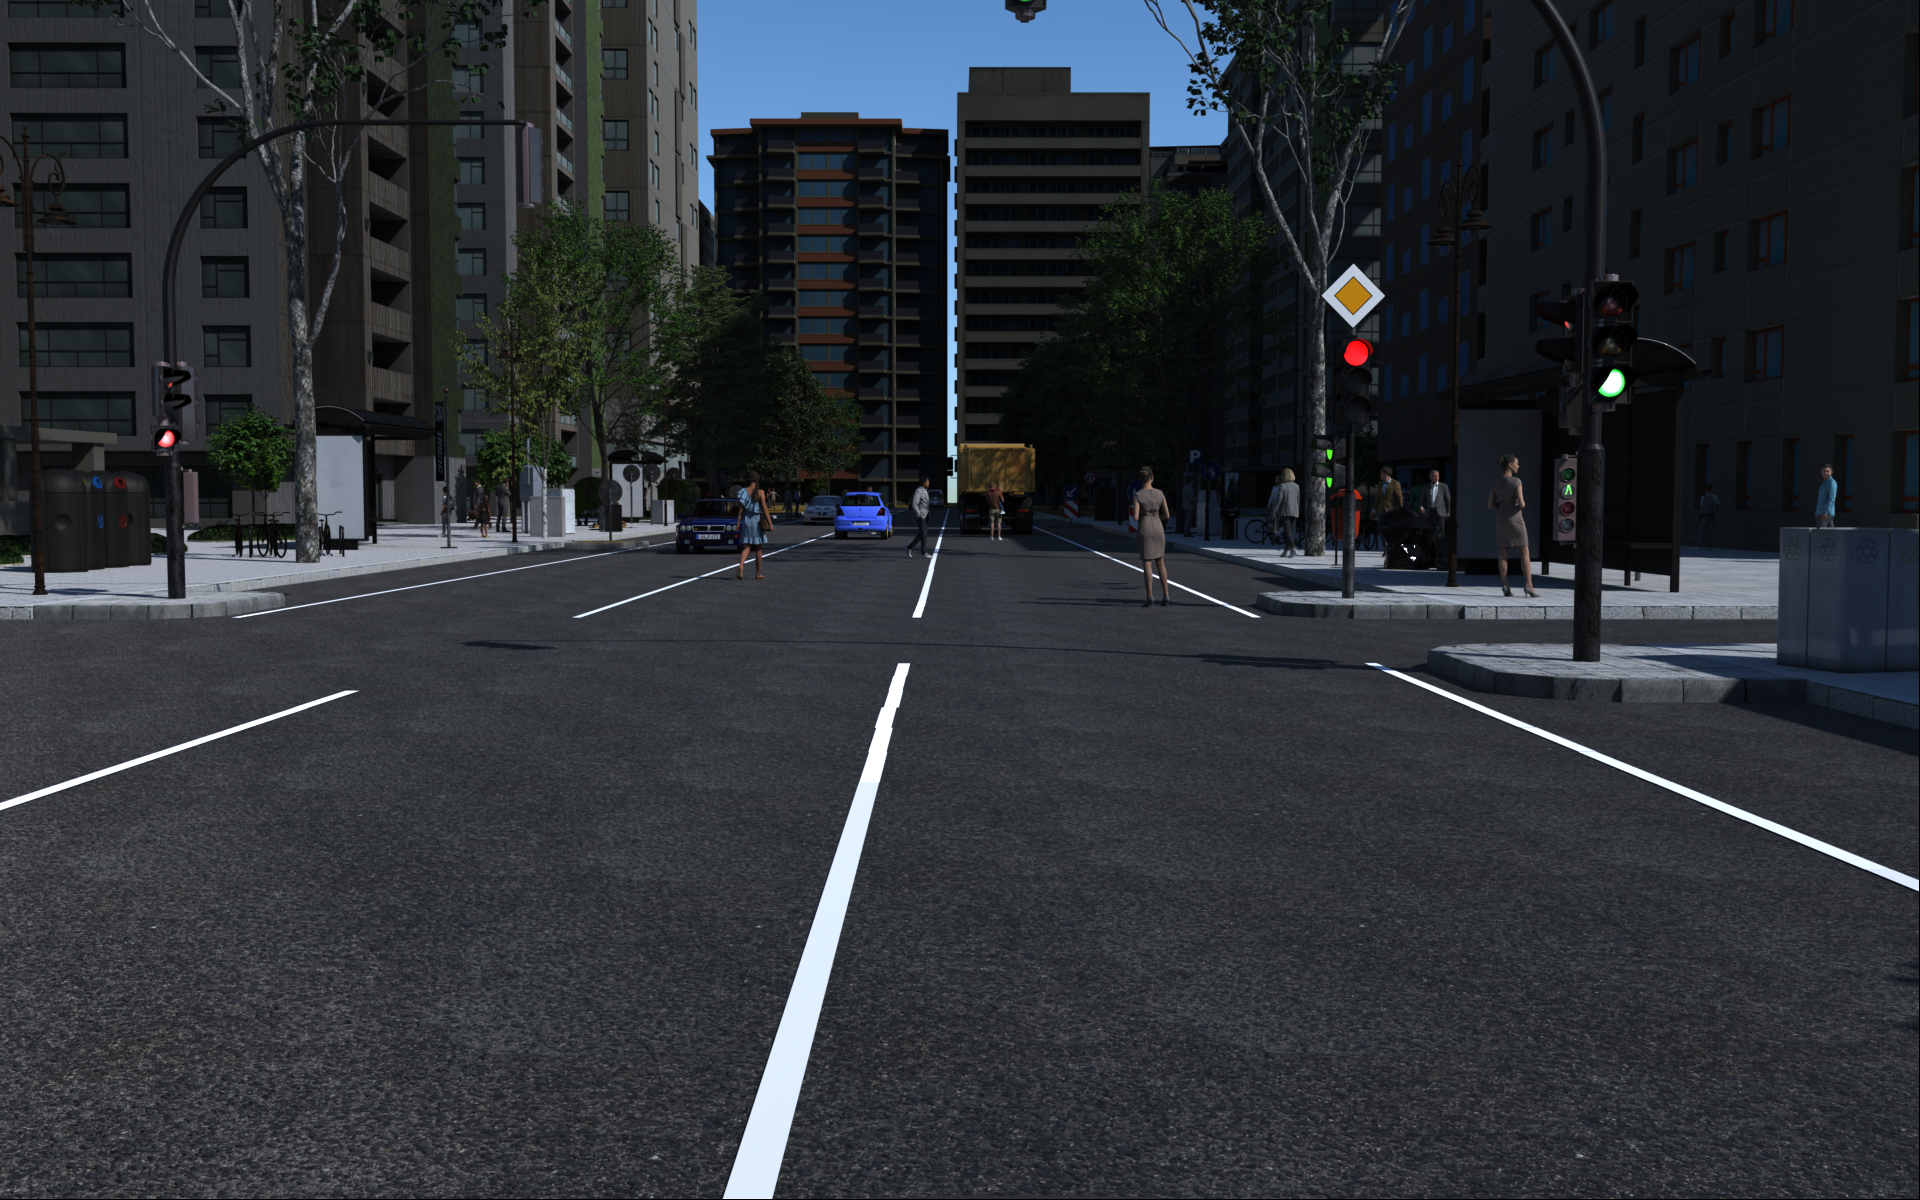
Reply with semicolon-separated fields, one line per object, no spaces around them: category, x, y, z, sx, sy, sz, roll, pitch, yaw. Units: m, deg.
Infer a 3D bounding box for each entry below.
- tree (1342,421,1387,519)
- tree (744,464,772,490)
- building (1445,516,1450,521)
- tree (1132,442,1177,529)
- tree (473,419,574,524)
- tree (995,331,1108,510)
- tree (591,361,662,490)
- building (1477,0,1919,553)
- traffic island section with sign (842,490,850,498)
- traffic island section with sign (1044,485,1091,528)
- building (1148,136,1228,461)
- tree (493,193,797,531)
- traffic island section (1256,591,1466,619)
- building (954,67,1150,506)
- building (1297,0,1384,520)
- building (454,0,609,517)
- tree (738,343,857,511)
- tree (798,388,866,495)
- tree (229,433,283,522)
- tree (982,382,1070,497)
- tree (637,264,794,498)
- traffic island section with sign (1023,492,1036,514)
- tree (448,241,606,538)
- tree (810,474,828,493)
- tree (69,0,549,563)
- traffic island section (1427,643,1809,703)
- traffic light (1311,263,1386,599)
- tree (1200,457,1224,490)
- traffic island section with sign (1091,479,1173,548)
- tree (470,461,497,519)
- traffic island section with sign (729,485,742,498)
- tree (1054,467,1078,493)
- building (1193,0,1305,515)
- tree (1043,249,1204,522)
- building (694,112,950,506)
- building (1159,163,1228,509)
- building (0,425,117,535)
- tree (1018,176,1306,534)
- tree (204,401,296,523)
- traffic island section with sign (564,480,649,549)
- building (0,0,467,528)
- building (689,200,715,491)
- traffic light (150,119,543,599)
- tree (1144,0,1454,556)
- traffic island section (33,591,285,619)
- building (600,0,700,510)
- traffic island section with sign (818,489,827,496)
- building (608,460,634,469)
tree;18.365;-5.743;77.607;4.285;4.588;4.351;0;3;0
tree;-13.127;-7.107;110.797;1.663;3.219;1.824;0;3;0
building;24.993;-25.483;66.754;14.600;45.320;14.200;0;4;0
tree;7.512;-4.268;64.376;1.663;3.219;1.824;0;3;0
tree;-19.697;-5.645;76.002;4.285;4.588;4.351;0;3;0
tree;7.472;-14.084;136.924;9.857;13.997;8.962;0;3;0
tree;-17.859;-8.796;94.175;4.360;8.622;3.978;0;3;0
building;32.331;-12.274;45.716;28.899;21.520;27.650;0;4;0
traffic island section with sign;-9.816;-8.650;150.060;1.989;1.847;2.006;0;4;0
traffic island section with sign;4.597;-4.005;74.114;1.989;1.847;2.006;0;4;0
building;28.019;-31.422;197.340;14.086;41.232;14.154;0;4;0
tree;-12.711;-8.278;61.102;9.928;11.665;9.643;0;3;0
traffic island section;4.802;0.058;21.331;2.009;0.180;2.903;0;4;0
building;10.161;-35.292;200.722;21.600;48.544;21.300;0;4;0
building;24.608;-24.794;88.979;14.154;41.232;14.086;0;4;0
building;-29.601;-25.680;103.460;14.154;41.232;14.086;0;4;0
tree;-13.096;-13.123;131.565;9.611;12.733;9.660;0;3;0
tree;-13.045;-14.977;170.625;9.928;11.665;9.643;0;3;0
tree;-21.939;-3.685;54.847;1.663;3.219;1.824;0;3;0
tree;6.721;-15.620;172.390;9.611;12.733;9.660;0;3;0
tree;-12.215;-10.292;86.404;7.486;12.596;7.792;0;3;0
traffic island section with sign;4.402;-7.023;123.448;1.989;1.847;2.006;0;4;0
tree;-12.251;-6.099;50.081;4.737;8.622;4.395;0;3;0
tree;-13.089;-10.240;162.026;1.663;3.219;1.824;0;3;0
tree;-12.979;-10.684;30.572;12.611;20.169;13.585;0;3;0
traffic island section;4.833;0.546;13.346;2.009;0.180;2.903;0;4;0
traffic light;4.762;-1.975;21.217;0.839;4.253;0.868;0;4;0
tree;13.294;-5.904;91.125;1.663;3.219;1.824;0;3;0
traffic island section with sign;4.708;-2.357;47.160;1.989;1.847;2.006;0;4;0
tree;-24.371;-5.736;88.379;1.663;3.219;1.824;0;3;0
traffic island section with sign;-9.521;-3.995;73.943;1.989;1.847;2.006;0;4;0
tree;7.583;-7.781;121.815;1.663;3.219;1.824;0;3;0
building;33.887;-27.064;134.376;32.217;40.220;23.993;0;4;0
tree;7.522;-9.950;80.817;7.486;12.596;7.792;0;3;0
building;-15.551;-33.454;201.597;28.867;44.769;22.147;0;4;0
building;24.577;-23.407;154.399;14.160;30.474;14.107;0;4;0
building;-40.027;-21.449;42.580;32.217;40.220;23.993;0;4;0
tree;7.210;-7.957;55.856;9.928;11.665;9.643;0;3;0
tree;-25.003;-4.756;61.470;4.285;4.588;4.351;0;3;0
traffic island section with sign;-9.415;-2.313;46.440;1.989;1.847;2.006;0;4;0
building;-29.129;-18.240;69.920;14.160;30.474;14.107;0;4;0
building;-41.997;-31.432;205.802;23.993;40.220;32.217;0;4;0
traffic light;-7.508;-2.845;21.188;4.771;5.953;1.251;0;4;0
tree;5.960;-11.001;35.752;12.611;20.169;13.585;0;3;0
traffic island section;-9.639;0.061;21.279;2.009;0.180;2.903;0;4;0
building;-37.070;-34.110;146.938;27.495;52.752;28.713;0;4;0
traffic island section with sign;-9.716;-7.002;123.105;1.989;1.847;2.006;0;4;0
building;-33.913;-41.688;119.844;20.563;71.187;20.611;0;4;0
